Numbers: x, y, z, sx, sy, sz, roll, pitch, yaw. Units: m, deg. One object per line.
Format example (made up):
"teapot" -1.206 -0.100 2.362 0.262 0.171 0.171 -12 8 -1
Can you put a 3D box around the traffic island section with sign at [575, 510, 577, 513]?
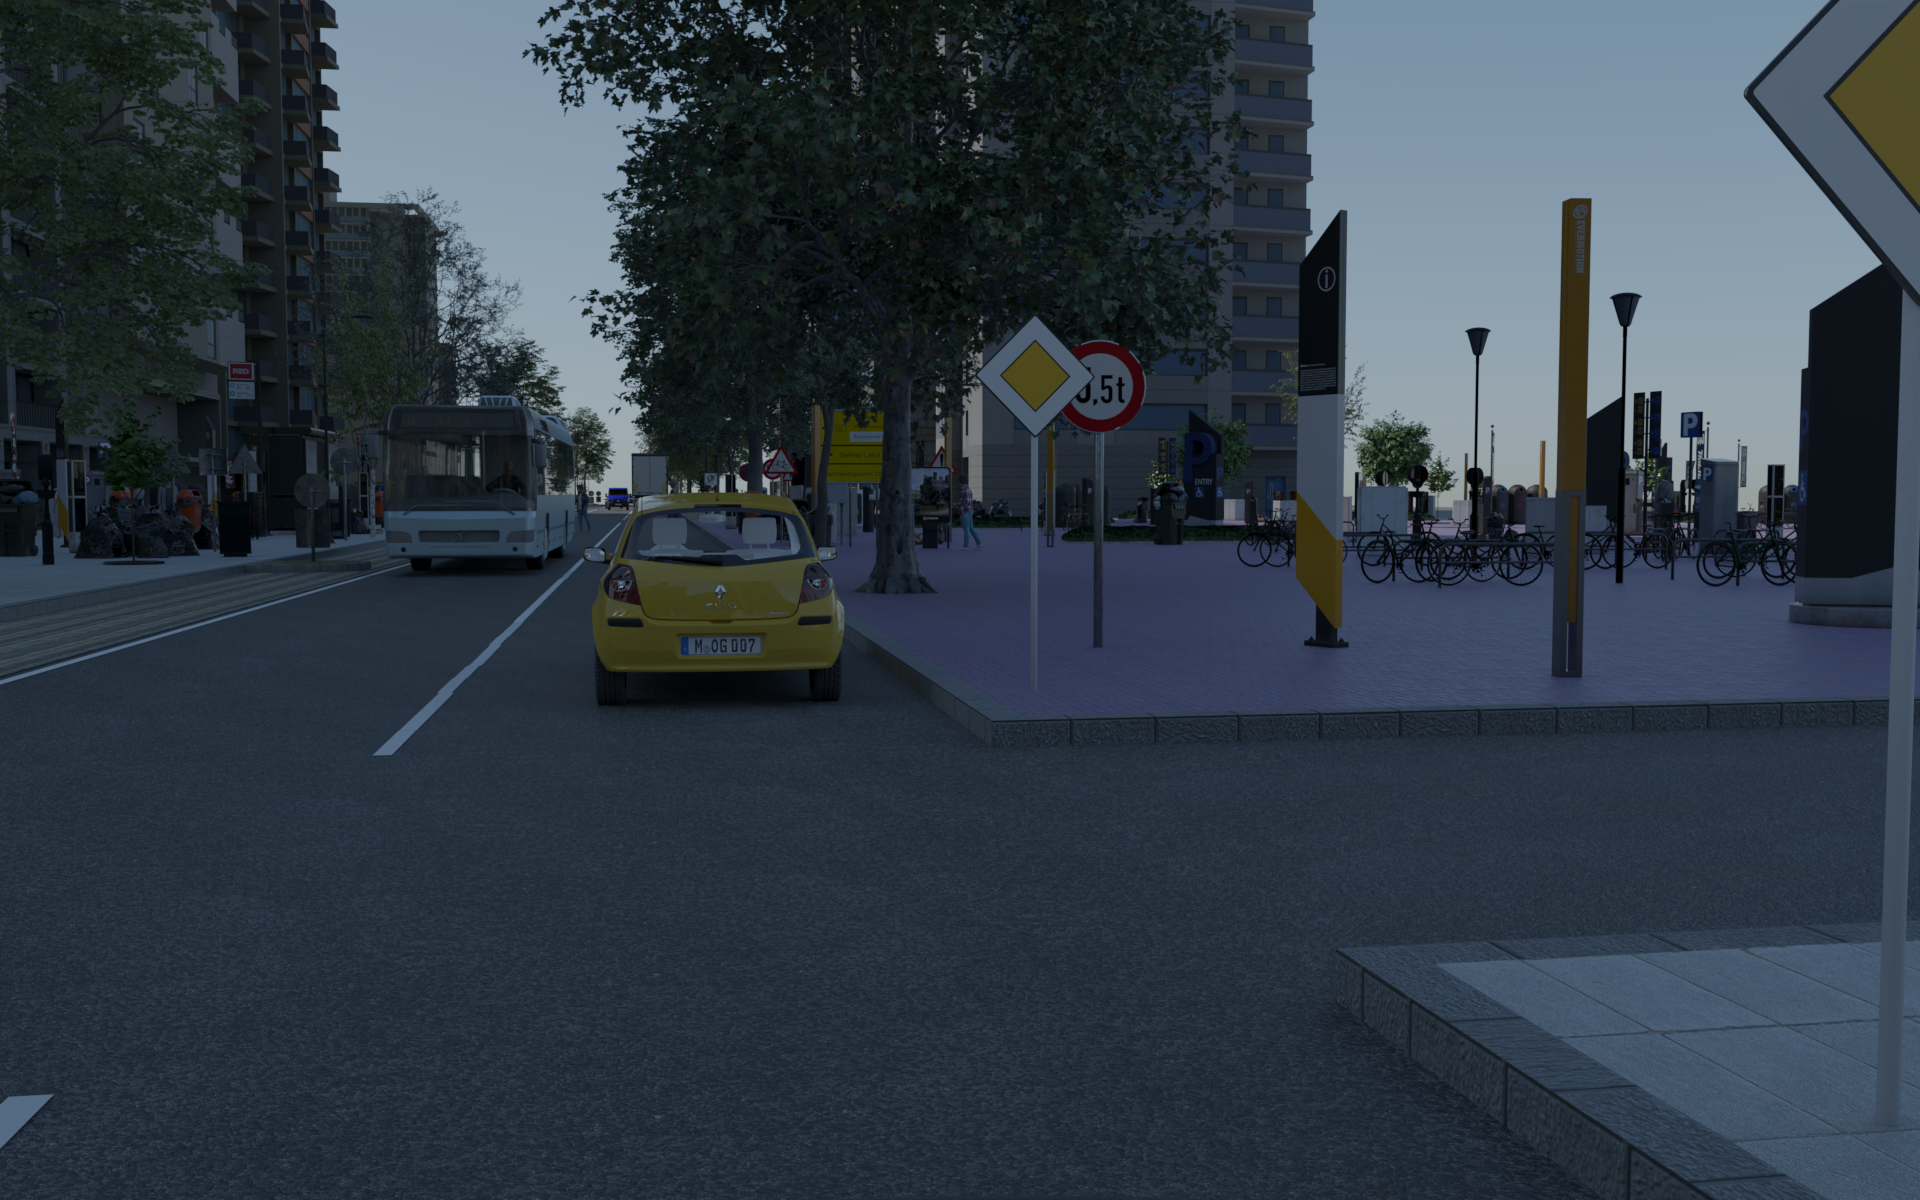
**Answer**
"traffic island section with sign" -30.473 -7.723 134.892 1.989 1.847 2.006 -1 4 -10

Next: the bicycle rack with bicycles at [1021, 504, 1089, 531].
"bicycle rack with bicycles" 3.481 -2.859 60.122 2.852 0.926 2.925 2 4 27

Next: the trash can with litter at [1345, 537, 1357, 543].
"trash can with litter" 10.989 -2.103 45.435 1.678 1.210 2.233 -3 5 -44

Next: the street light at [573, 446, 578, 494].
"street light" -37.599 -11.868 166.579 1.470 5.913 1.316 -1 4 -10

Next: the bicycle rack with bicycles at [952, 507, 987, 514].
"bicycle rack with bicycles" 0.130 -4.380 84.999 2.925 0.926 2.852 2 4 34

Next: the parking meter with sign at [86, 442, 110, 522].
"parking meter with sign" -28.559 -3.714 56.977 0.543 3.016 1.738 0 4 8

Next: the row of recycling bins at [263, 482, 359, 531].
"row of recycling bins" -23.120 -3.318 61.369 3.534 1.692 1.069 1 4 12

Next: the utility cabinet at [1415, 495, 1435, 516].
"utility cabinet" 24.458 -4.884 91.020 1.020 1.237 0.306 3 5 44

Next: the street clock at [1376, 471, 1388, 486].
"street clock" 13.101 -3.011 53.795 0.358 2.002 0.471 3 4 36

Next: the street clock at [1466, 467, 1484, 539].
"street clock" 13.982 -2.599 47.069 0.358 2.002 0.471 -1 4 -22

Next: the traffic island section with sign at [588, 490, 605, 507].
"traffic island section with sign" -45.018 -12.693 216.151 1.989 1.847 2.006 -1 4 -10

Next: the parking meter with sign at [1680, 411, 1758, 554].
"parking meter with sign" 16.254 -2.493 37.025 1.738 3.016 0.543 -1 4 -21

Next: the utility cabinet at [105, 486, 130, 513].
"utility cabinet" -22.174 -2.262 45.656 0.318 1.500 1.173 -3 5 -40

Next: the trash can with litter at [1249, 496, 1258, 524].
"trash can with litter" 8.940 -2.543 52.630 1.678 1.210 2.233 0 4 -2

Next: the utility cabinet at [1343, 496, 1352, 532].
"utility cabinet" 12.394 -2.811 57.119 1.020 1.237 0.306 3 4 37

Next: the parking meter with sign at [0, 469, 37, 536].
"parking meter with sign" -29.324 -3.487 53.267 1.738 3.016 0.543 0 4 6

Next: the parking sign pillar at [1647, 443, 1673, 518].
"parking sign pillar" 37.085 -6.292 91.352 1.447 3.967 1.447 0 4 1

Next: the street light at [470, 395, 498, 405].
"street light" -22.187 -6.609 80.592 1.470 5.913 1.316 -1 4 -10

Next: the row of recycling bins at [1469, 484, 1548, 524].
"row of recycling bins" 23.191 -4.052 73.364 3.534 1.692 1.069 -1 4 -14

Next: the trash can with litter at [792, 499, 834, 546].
"trash can with litter" -3.304 -1.633 38.087 1.055 1.170 0.624 -1 4 -9

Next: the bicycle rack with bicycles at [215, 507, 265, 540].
"bicycle rack with bicycles" -21.017 -2.174 48.926 2.852 0.926 2.925 -1 4 -23

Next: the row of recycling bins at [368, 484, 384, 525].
"row of recycling bins" -23.923 -4.027 72.961 3.534 1.692 1.069 -2 4 -29

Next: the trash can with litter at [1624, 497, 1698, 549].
"trash can with litter" 16.473 -1.823 40.859 1.678 1.210 2.233 -1 4 -15

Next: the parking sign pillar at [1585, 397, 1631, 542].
"parking sign pillar" 17.397 -3.597 47.277 1.447 3.967 1.447 1 4 19

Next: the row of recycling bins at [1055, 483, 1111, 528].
"row of recycling bins" 4.734 -3.690 67.443 1.069 1.692 3.534 2 4 35

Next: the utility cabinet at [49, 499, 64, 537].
"utility cabinet" -27.145 -2.498 52.004 0.306 1.237 1.020 -1 4 -15

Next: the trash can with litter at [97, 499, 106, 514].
"trash can with litter" -24.301 -2.351 49.825 0.624 1.170 1.055 0 4 -3

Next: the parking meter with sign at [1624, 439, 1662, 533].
"parking meter with sign" 21.365 -3.605 55.207 0.543 3.016 1.738 -3 5 -44

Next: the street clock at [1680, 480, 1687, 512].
"street clock" 36.118 -5.005 86.397 0.358 2.002 0.471 3 5 43

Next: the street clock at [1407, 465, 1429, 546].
"street clock" 11.348 -2.349 42.978 0.471 2.002 0.358 -1 4 -9

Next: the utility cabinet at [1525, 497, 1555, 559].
"utility cabinet" 11.770 -1.420 34.387 1.020 1.237 0.306 2 4 25

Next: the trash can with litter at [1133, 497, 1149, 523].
"trash can with litter" 7.903 -3.976 76.393 0.624 1.170 1.055 -1 4 -18

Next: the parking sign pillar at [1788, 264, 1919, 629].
"parking sign pillar" 9.023 -1.749 17.070 1.447 3.967 1.447 1 4 13

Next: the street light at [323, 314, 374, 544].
"street light" -15.826 -4.418 44.779 1.470 5.913 1.316 -1 4 -10

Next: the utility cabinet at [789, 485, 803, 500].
"utility cabinet" -4.181 -2.169 44.149 0.318 1.500 1.173 0 4 -3

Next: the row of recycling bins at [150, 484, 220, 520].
"row of recycling bins" -31.622 -3.898 70.853 1.069 1.692 3.534 1 4 17

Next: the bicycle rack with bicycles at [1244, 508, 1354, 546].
"bicycle rack with bicycles" 8.333 -1.823 43.189 2.925 0.926 2.852 -2 4 -25

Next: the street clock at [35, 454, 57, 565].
"street clock" -16.556 -1.641 31.401 0.358 2.002 0.471 -2 4 -25

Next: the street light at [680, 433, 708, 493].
"street light" -13.436 -7.060 87.975 1.470 5.913 1.316 -1 4 -10

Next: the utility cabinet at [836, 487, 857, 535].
"utility cabinet" -3.790 -2.759 53.794 1.173 1.500 0.318 -1 4 -10

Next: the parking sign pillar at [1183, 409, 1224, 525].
"parking sign pillar" 7.684 -4.048 54.652 1.447 3.967 1.447 -3 5 -45

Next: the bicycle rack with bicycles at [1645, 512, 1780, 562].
"bicycle rack with bicycles" 14.322 -1.227 33.438 2.925 0.926 2.852 -3 5 -40

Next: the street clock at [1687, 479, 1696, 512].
"street clock" 35.440 -4.829 83.532 0.471 2.002 0.358 1 4 16

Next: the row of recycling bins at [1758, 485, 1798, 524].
"row of recycling bins" 36.585 -4.165 75.215 3.534 1.692 1.069 1 4 15

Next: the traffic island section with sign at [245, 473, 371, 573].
"traffic island section with sign" -12.109 -1.449 32.316 1.989 1.847 2.006 -1 4 -10
